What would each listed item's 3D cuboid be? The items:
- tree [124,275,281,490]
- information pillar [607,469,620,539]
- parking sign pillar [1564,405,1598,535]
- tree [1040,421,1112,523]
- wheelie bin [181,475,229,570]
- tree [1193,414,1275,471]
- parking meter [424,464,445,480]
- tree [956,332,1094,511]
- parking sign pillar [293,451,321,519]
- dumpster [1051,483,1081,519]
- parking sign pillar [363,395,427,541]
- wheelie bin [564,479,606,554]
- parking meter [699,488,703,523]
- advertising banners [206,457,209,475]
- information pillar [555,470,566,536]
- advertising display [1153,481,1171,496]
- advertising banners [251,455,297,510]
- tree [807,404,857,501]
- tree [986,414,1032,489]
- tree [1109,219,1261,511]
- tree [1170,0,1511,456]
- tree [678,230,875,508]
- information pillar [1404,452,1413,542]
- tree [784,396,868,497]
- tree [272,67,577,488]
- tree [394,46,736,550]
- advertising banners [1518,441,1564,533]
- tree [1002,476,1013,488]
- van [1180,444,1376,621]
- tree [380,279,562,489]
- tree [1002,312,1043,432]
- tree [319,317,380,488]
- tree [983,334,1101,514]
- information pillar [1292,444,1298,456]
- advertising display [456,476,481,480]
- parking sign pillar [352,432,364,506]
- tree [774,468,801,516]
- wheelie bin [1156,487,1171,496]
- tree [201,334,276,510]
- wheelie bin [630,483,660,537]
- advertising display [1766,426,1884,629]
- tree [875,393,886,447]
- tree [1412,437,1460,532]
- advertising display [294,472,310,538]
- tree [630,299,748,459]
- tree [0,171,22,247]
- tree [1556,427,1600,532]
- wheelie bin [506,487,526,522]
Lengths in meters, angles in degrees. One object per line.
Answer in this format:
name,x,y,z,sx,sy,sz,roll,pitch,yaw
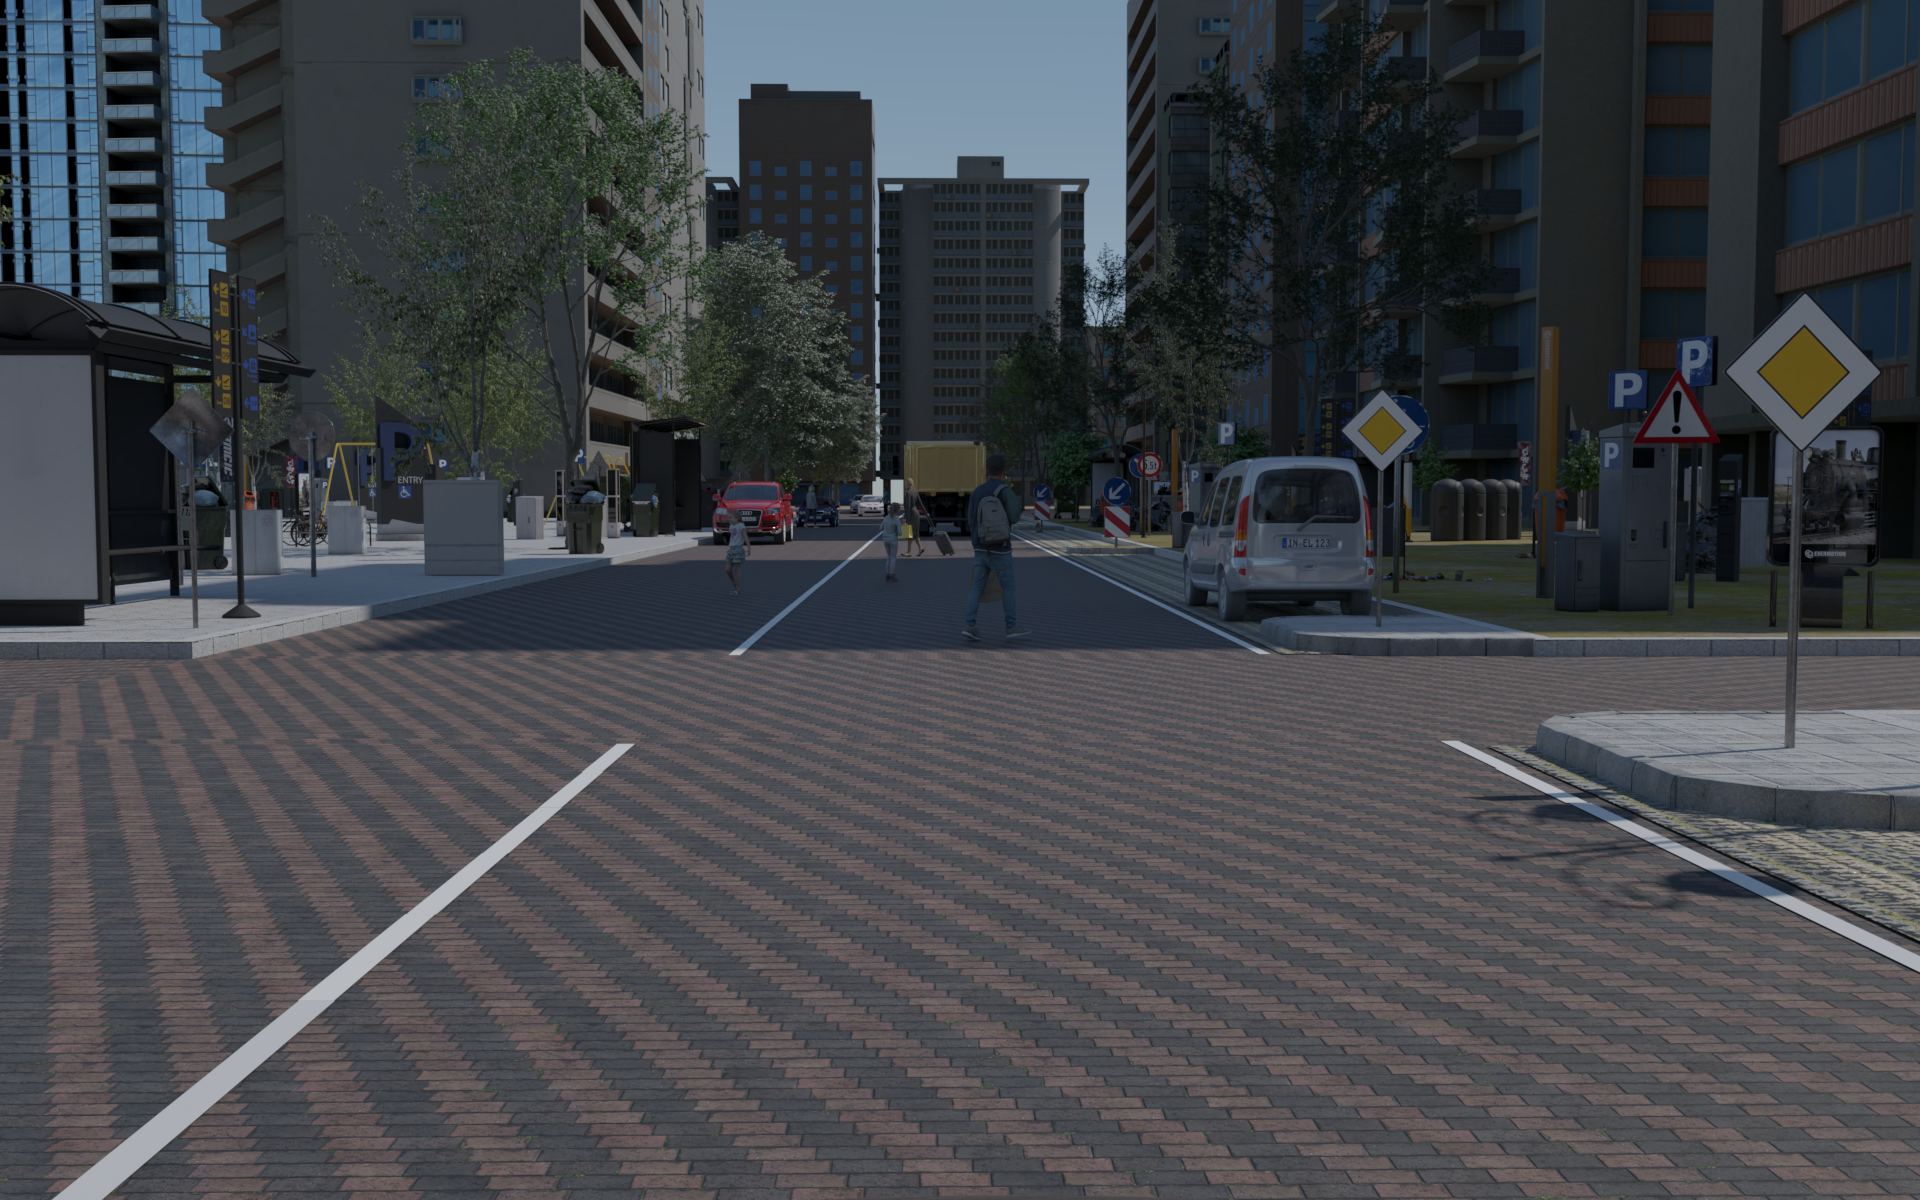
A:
tree,-25.181,-6.629,58.747,4.737,8.622,4.395,0,3,0
information pillar,-10.003,-2.782,49.980,0.304,2.012,0.304,0,4,5
parking sign pillar,18.849,-3.949,53.034,1.447,3.967,1.447,2,4,30
tree,5.195,-5.767,77.999,4.285,4.588,4.351,0,3,0
wheelie bin,-12.884,-1.316,29.432,0.980,1.594,0.693,3,4,36
tree,11.275,-5.361,71.358,4.285,4.588,4.351,0,3,0
parking meter,-10.271,-1.725,33.916,0.255,1.863,0.399,1,4,12
tree,4.838,-13.418,129.757,12.009,13.543,11.850,0,3,0
parking sign pillar,-33.773,-6.186,89.614,1.447,3.967,1.447,-3,5,-43
dumpster,5.470,-5.290,88.979,1.502,2.255,1.985,0,4,-1
parking sign pillar,-15.346,-3.617,47.610,1.447,3.967,1.447,-3,4,-37
wheelie bin,-8.017,-1.782,37.050,0.980,1.594,0.693,1,4,18
parking meter,-9.364,-3.417,61.583,0.399,1.863,0.255,0,3,0
advertising banners,-23.894,-3.582,54.748,0.090,3.025,2.074,-2,4,-31
information pillar,-12.162,-2.970,53.049,0.304,2.012,0.304,2,4,31
advertising display,9.924,-4.876,84.935,0.974,1.923,0.123,2,4,31
advertising banners,-30.930,-5.005,78.016,2.074,3.025,0.090,-2,4,-25
tree,-10.300,-11.407,136.864,4.737,8.622,4.395,0,3,0
tree,4.203,-12.394,153.011,4.737,8.622,4.395,0,3,0
tree,6.038,-5.857,46.126,4.360,8.622,3.978,0,3,0
tree,6.743,-5.970,32.017,7.601,10.594,8.767,-1,4,-19
tree,-9.168,-10.833,83.773,9.857,13.997,8.962,0,3,0
information pillar,11.923,-3.347,46.076,0.183,3.616,0.504,0,4,-1
tree,-11.524,-13.066,148.046,7.601,10.594,8.767,-1,4,-23
tree,-8.581,-4.851,29.680,4.360,8.622,3.978,0,3,0
tree,-9.000,-6.986,39.975,9.928,11.665,9.643,0,3,0
advertising banners,18.965,-3.671,56.211,0.090,3.025,2.074,-3,4,-38
tree,4.213,-10.508,166.403,1.663,3.219,1.824,0,3,0
van,3.728,-0.841,20.764,2.013,2.044,4.112,0,4,-1
tree,-15.736,-6.527,57.080,4.737,8.622,4.395,0,3,0
tree,5.901,-7.899,63.566,8.767,10.594,7.601,0,4,-4
tree,-23.436,-7.332,70.235,4.737,8.622,4.395,0,3,0
tree,5.205,-11.265,109.937,9.928,11.665,9.643,0,3,0
information pillar,15.683,-5.501,81.292,0.183,3.616,0.504,-1,4,-14
advertising display,-17.541,-3.471,61.963,0.974,1.923,0.123,-2,4,-27
parking sign pillar,-25.736,-5.321,75.465,1.447,3.967,1.447,3,5,39
tree,-10.323,-6.640,103.160,1.663,3.219,1.824,0,3,0
wheelie bin,8.798,-4.072,74.485,0.693,1.594,0.980,2,4,28
tree,-30.082,-7.534,73.542,4.360,8.622,3.978,0,3,0
wheelie bin,-9.386,-2.679,51.708,0.980,1.594,0.693,1,4,18
advertising display,8.261,-0.695,16.573,0.974,1.923,0.123,1,4,15
tree,-11.308,-15.404,158.512,9.857,13.997,8.962,0,3,0
tree,15.802,-3.913,58.573,1.663,3.219,1.824,0,3,0
advertising display,-19.197,-2.782,50.704,0.123,1.923,0.974,0,4,3
tree,-10.060,-6.979,64.467,4.737,8.622,4.395,0,3,0
tree,-16.233,-4.559,24.901,4.737,8.622,4.395,0,3,0
tree,17.913,-3.397,50.142,1.663,3.219,1.824,0,3,0
wheelie bin,-20.050,-4.305,78.298,0.693,1.594,0.980,1,4,21
